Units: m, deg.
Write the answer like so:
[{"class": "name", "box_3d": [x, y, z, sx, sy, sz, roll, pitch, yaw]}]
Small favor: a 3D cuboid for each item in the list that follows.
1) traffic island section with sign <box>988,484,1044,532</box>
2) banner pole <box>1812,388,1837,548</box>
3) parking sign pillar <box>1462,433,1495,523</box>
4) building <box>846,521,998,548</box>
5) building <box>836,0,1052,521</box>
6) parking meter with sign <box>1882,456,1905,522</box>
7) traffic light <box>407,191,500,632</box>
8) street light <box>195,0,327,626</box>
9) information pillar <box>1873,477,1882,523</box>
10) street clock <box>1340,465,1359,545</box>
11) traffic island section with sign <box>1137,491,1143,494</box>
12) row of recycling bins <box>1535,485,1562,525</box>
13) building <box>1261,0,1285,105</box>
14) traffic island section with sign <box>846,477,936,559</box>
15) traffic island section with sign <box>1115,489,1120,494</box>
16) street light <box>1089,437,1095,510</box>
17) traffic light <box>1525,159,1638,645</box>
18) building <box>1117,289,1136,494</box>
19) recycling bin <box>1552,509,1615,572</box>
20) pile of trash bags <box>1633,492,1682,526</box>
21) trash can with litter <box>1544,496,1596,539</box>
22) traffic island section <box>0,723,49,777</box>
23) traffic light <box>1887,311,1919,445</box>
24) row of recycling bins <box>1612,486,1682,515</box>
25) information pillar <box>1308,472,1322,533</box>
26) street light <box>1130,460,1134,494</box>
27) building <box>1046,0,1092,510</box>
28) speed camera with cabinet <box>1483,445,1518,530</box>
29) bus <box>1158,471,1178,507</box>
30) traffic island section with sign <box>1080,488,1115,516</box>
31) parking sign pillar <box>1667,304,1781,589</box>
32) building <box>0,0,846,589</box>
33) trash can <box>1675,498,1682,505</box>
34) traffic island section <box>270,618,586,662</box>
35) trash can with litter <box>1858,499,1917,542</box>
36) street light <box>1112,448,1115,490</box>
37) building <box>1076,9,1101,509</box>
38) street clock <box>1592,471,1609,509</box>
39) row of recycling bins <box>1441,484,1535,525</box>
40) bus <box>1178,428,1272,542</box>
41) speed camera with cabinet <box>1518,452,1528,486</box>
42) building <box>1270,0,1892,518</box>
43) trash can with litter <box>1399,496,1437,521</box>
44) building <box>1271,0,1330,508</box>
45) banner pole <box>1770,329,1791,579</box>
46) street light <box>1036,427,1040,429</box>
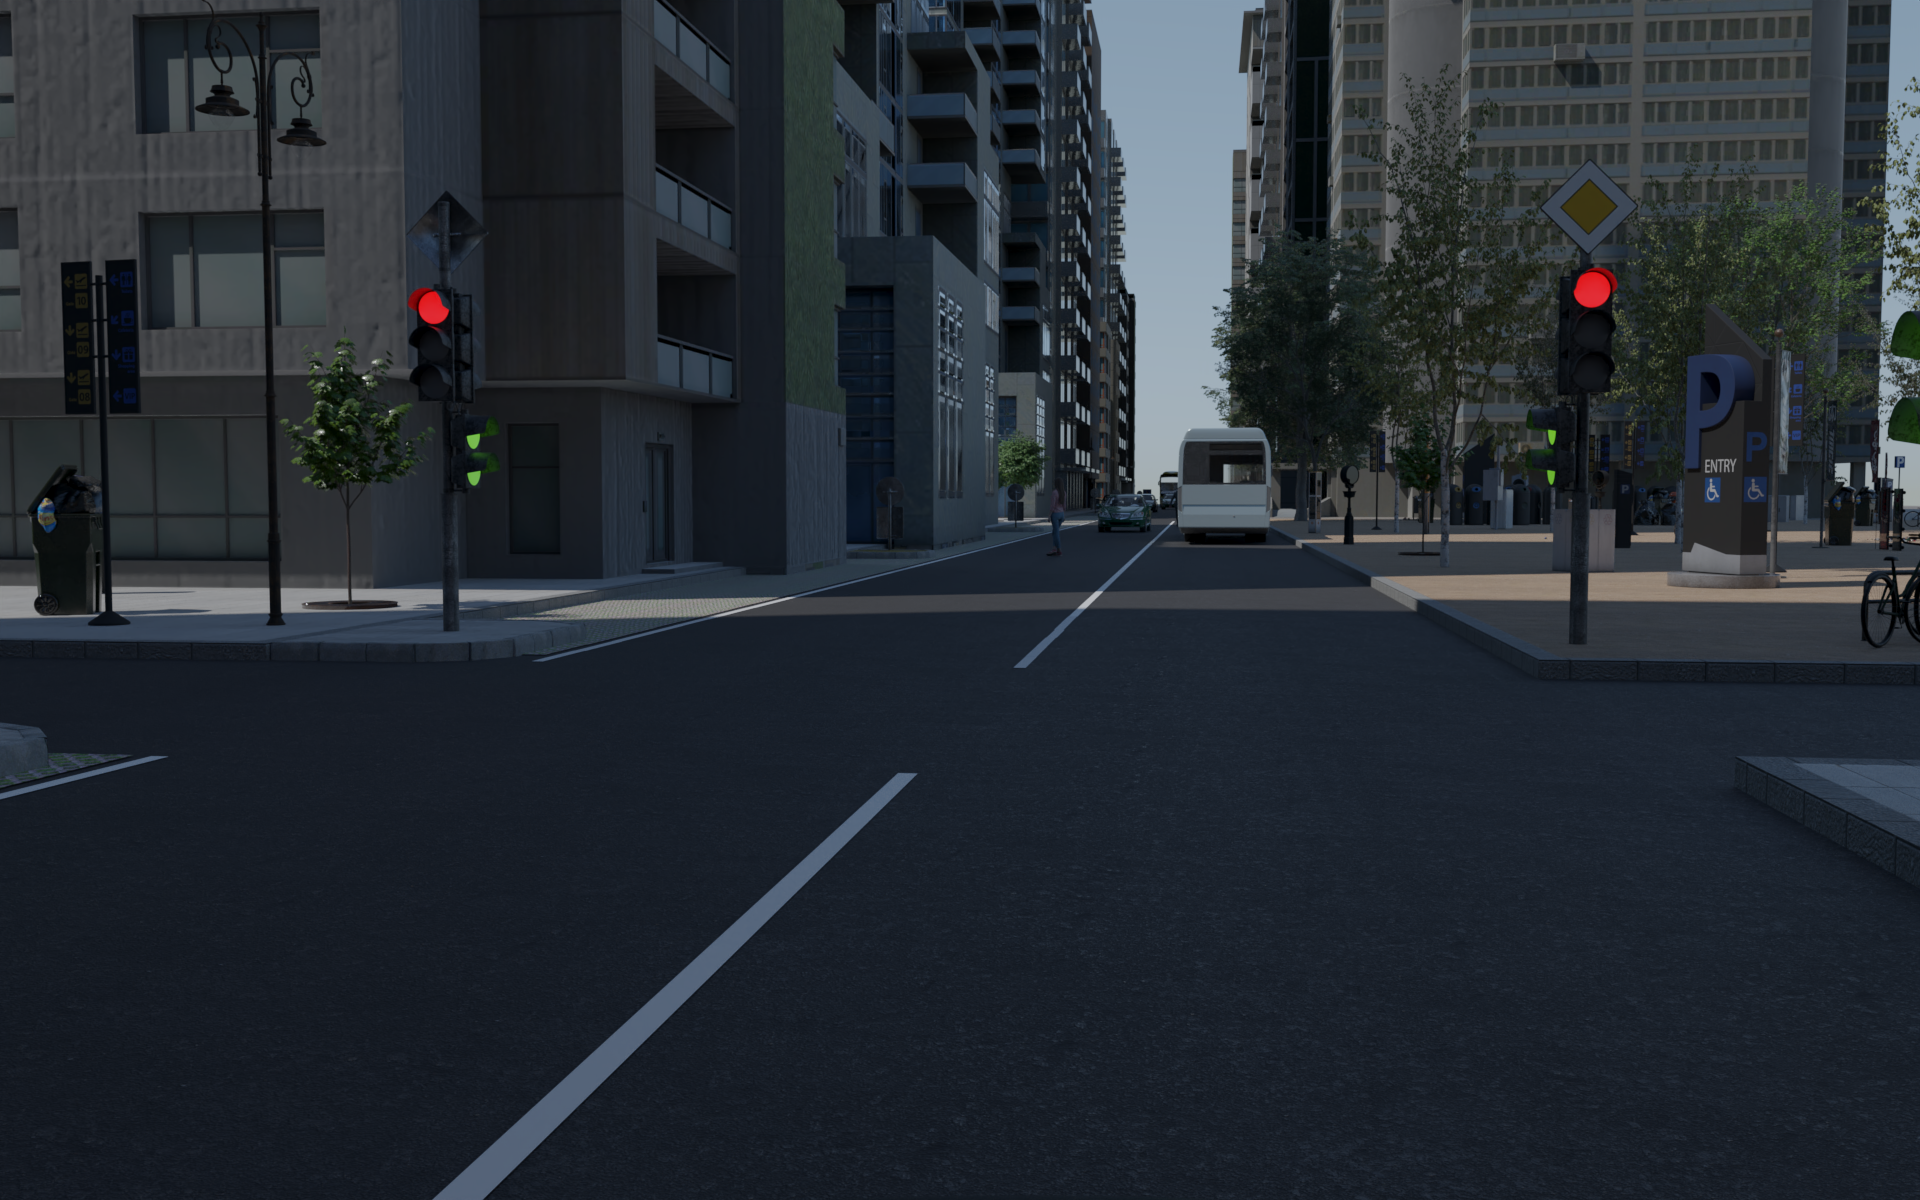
[{"class": "traffic island section with sign", "box_3d": [2.141, -3.485, 65.612, 1.989, 1.847, 2.006, 0, 4, 8]}, {"class": "banner pole", "box_3d": [20.437, -3.105, 40.788, 0.401, 3.779, 0.863, 0, 4, 3]}, {"class": "parking sign pillar", "box_3d": [23.020, -5.410, 76.925, 1.447, 3.967, 1.447, 0, 4, 5]}, {"class": "building", "box_3d": [-9.572, -45.571, 57.758, 22.319, 86.520, 31.000, 0, 4, 8]}, {"class": "building", "box_3d": [-4.914, -48.538, 106.270, 22.319, 86.520, 31.000, 0, 4, 8]}, {"class": "parking meter with sign", "box_3d": [42.773, -5.132, 80.162, 0.543, 3.016, 1.738, -1, 4, -18]}, {"class": "traffic light", "box_3d": [-4.745, -1.662, 16.093, 0.839, 4.253, 0.868, 0, 4, 8]}, {"class": "street light", "box_3d": [-6.697, -2.690, 16.775, 0.468, 5.910, 1.993, 0, 4, 8]}, {"class": "information pillar", "box_3d": [40.095, -4.356, 75.706, 0.304, 2.012, 0.304, 2, 4, 32]}, {"class": "street clock", "box_3d": [9.876, -2.408, 43.945, 0.471, 2.002, 0.358, -2, 4, -35]}, {"class": "traffic island section with sign", "box_3d": [24.144, -13.087, 222.600, 1.989, 1.847, 2.006, 0, 4, 8]}, {"class": "row of recycling bins", "box_3d": [23.826, -4.072, 73.688, 3.534, 1.692, 1.069, 2, 4, 34]}, {"class": "building", "box_3d": [36.814, -32.232, 146.602, 23.786, 49.044, 30.456, 0, 4, 8]}, {"class": "traffic island section with sign", "box_3d": [-1.602, -1.853, 38.917, 1.989, 1.847, 2.006, 0, 4, 8]}, {"class": "traffic island section with sign", "box_3d": [12.773, -8.126, 141.483, 1.989, 1.847, 2.006, 0, 4, 8]}, {"class": "street light", "box_3d": [10.586, -10.204, 139.616, 0.468, 5.910, 1.993, 0, 4, 8]}, {"class": "traffic light", "box_3d": [5.271, -1.577, 14.710, 0.839, 4.253, 0.868, 0, 4, 8]}, {"class": "building", "box_3d": [17.101, -28.698, 240.919, 14.160, 30.474, 14.107, 0, 4, 8]}, {"class": "recycling bin", "box_3d": [10.345, -0.990, 28.734, 0.722, 1.027, 0.722, -1, 4, -19]}, {"class": "pile of trash bags", "box_3d": [29.153, -3.790, 71.714, 1.912, 1.369, 3.447, 3, 4, 38]}, {"class": "trash can with litter", "box_3d": [17.463, -2.330, 49.151, 1.678, 1.210, 2.233, 1, 4, 14]}, {"class": "traffic island section", "box_3d": [-5.892, 0.854, 8.325, 2.009, 0.180, 2.903, 0, 4, 8]}, {"class": "traffic light", "box_3d": [4.162, -1.094, 6.802, 0.839, 4.253, 0.868, 0, 4, 8]}, {"class": "row of recycling bins", "box_3d": [34.056, -4.822, 85.952, 3.534, 1.692, 1.069, -1, 4, -9]}, {"class": "information pillar", "box_3d": [11.612, -3.191, 56.672, 0.304, 2.012, 0.304, 3, 5, 44]}, {"class": "street light", "box_3d": [21.993, -15.228, 221.771, 0.468, 5.910, 1.993, 0, 4, 8]}, {"class": "building", "box_3d": [-1.201, -31.707, 138.011, 23.786, 49.044, 30.456, 0, 4, 8]}, {"class": "speed camera with cabinet", "box_3d": [19.549, -4.195, 62.922, 0.660, 3.252, 2.038, 2, 4, 32]}, {"class": "bus", "box_3d": [22.955, -12.029, 188.224, 2.896, 3.916, 12.252, 0, 4, 6]}, {"class": "traffic island section with sign", "box_3d": [9.023, -6.491, 114.758, 1.989, 1.847, 2.006, 0, 4, 8]}, {"class": "parking sign pillar", "box_3d": [10.609, -2.171, 23.967, 1.447, 3.967, 1.447, -1, 4, -11]}, {"class": "building", "box_3d": [-10.227, -21.092, 28.450, 14.154, 41.232, 14.086, 0, 4, 8]}, {"class": "trash can", "box_3d": [26.625, -3.178, 63.613, 0.748, 1.137, 0.748, 0, 3, 0]}, {"class": "traffic island section", "box_3d": [-4.783, 0.370, 16.233, 2.009, 0.180, 2.903, 0, 4, 8]}, {"class": "trash can with litter", "box_3d": [25.488, -2.213, 47.234, 1.678, 1.210, 2.233, 2, 4, 25]}, {"class": "street light", "box_3d": [15.516, -12.381, 175.219, 0.468, 5.910, 1.993, 0, 4, 8]}, {"class": "building", "box_3d": [5.612, -31.166, 159.676, 14.600, 45.320, 14.200, 0, 4, 8]}, {"class": "street clock", "box_3d": [19.725, -2.985, 53.370, 0.358, 2.002, 0.471, -2, 4, -31]}, {"class": "row of recycling bins", "box_3d": [21.652, -3.935, 71.448, 3.534, 1.692, 1.069, 0, 4, 6]}, {"class": "bus", "box_3d": [8.449, -3.664, 54.770, 2.948, 3.499, 13.247, 1, 4, 9]}, {"class": "speed camera with cabinet", "box_3d": [25.811, -5.364, 82.036, 2.038, 3.252, 0.660, 2, 4, 29]}, {"class": "building", "box_3d": [33.974, -24.904, 99.057, 32.217, 40.220, 23.993, 0, 4, 8]}, {"class": "trash can with litter", "box_3d": [22.175, -4.498, 84.592, 1.678, 1.210, 2.233, -1, 4, -17]}, {"class": "building", "box_3d": [31.249, -41.756, 120.969, 20.563, 71.187, 20.611, 0, 4, 8]}, {"class": "banner pole", "box_3d": [12.563, -2.233, 26.525, 0.401, 3.779, 0.863, 3, 5, 41]}, {"class": "street light", "box_3d": [3.980, -7.357, 93.082, 0.468, 5.910, 1.993, 0, 4, 8]}]
